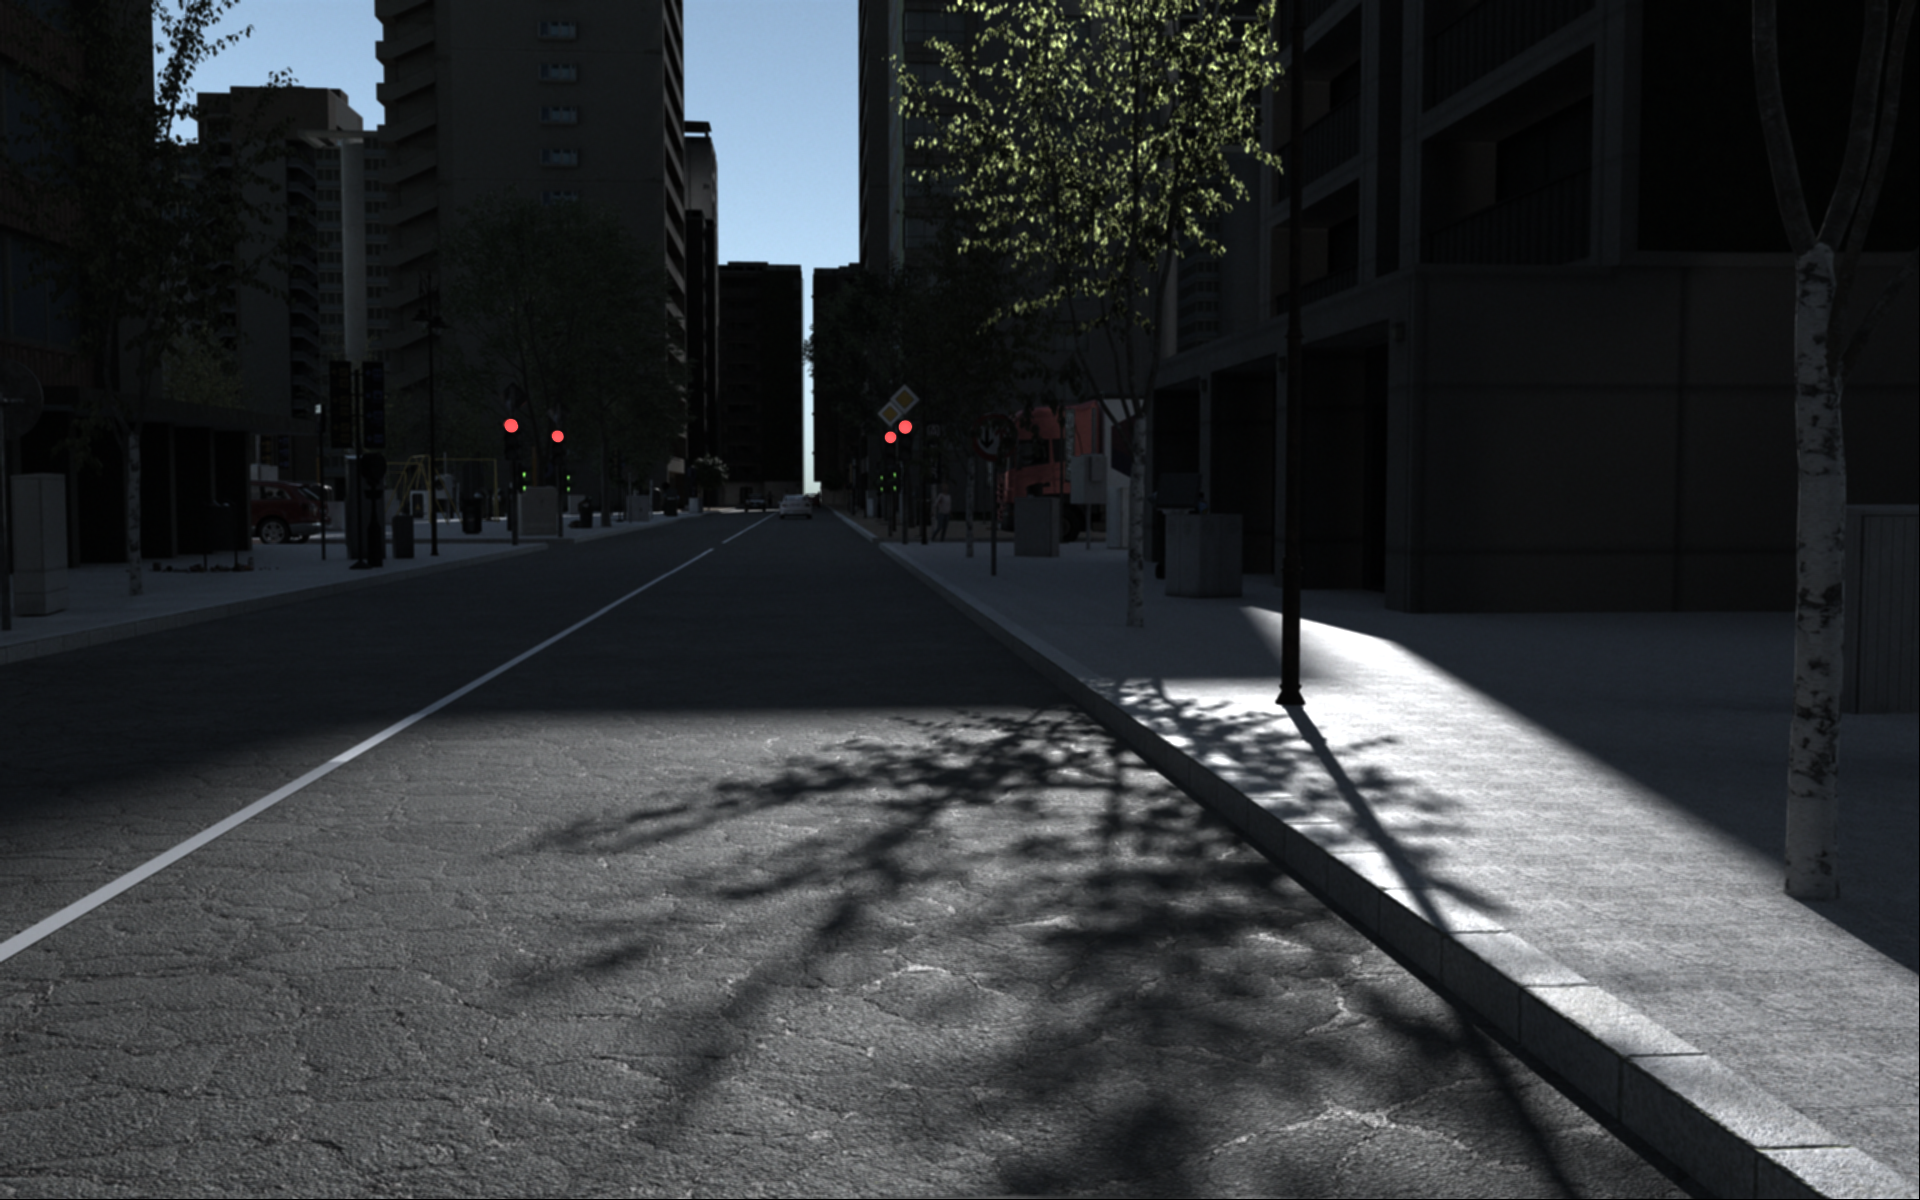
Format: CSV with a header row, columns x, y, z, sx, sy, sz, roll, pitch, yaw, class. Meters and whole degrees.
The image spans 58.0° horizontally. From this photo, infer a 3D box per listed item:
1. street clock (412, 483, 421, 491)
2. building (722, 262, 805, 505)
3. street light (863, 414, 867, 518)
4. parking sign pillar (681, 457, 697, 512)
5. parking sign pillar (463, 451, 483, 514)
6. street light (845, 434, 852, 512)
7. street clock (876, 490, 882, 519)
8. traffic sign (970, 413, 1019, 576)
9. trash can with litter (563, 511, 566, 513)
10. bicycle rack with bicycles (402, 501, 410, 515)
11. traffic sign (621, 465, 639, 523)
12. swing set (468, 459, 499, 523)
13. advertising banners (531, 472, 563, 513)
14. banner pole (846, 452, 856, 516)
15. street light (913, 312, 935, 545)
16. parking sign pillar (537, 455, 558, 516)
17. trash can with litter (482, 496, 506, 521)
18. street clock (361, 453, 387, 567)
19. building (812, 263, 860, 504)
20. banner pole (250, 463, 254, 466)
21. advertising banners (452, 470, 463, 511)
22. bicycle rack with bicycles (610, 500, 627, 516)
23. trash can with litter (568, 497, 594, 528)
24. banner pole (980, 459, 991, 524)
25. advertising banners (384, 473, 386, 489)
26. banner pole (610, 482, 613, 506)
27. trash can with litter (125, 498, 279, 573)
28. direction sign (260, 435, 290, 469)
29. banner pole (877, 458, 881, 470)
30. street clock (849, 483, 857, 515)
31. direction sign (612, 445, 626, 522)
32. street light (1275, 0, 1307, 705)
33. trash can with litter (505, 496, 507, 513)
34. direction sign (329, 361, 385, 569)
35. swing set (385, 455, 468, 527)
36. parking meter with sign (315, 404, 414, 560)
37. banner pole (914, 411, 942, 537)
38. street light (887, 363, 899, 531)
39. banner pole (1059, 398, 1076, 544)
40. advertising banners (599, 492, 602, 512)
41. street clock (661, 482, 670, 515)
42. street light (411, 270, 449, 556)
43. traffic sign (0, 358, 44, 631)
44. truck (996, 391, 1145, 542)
x,y,z,sx,sy,sz,roll,pitch,yaw,class
-32.163,-5.987,102.451,0.471,2.002,0.358,0,4,-3,street clock
-26.753,-27.321,218.395,14.107,30.474,14.160,0,4,-5,building
-5.085,-7.344,92.856,0.468,5.910,1.993,0,4,-5,street light
-19.571,-8.400,125.814,1.447,3.967,1.447,1,4,14,parking sign pillar
-30.915,-7.431,109.972,1.447,3.967,1.447,2,4,24,parking sign pillar
-8.155,-9.415,126.730,0.468,5.910,1.993,0,4,-5,street light
-4.232,-5.270,90.732,0.471,2.002,0.358,-1,4,-21,street clock
0.533,-1.659,27.237,0.768,2.556,0.104,0,4,-3,traffic sign
-27.557,-6.551,118.165,2.233,1.210,1.678,1,4,22,trash can with litter
-30.295,-4.897,93.446,2.852,0.926,2.925,0,4,-3,bicycle rack with bicycles
-14.522,-4.657,76.255,0.768,2.556,0.104,0,4,-1,traffic sign
-21.965,-4.855,76.997,3.119,2.851,2.862,-1,4,-18,swing set
-24.702,-6.557,103.394,2.074,3.025,0.090,1,4,13,advertising banners
-6.347,-6.929,103.298,0.401,3.779,0.863,-1,4,-20,banner pole
-0.908,-4.349,43.900,0.468,5.910,1.993,0,4,-5,street light
-24.285,-6.894,101.192,1.447,3.967,1.447,-2,4,-24,parking sign pillar
-22.263,-4.318,81.664,1.678,1.210,2.233,-1,4,-22,trash can with litter
-10.290,-1.580,30.406,0.358,2.002,0.471,1,4,17,street clock
-11.681,-27.395,219.613,14.107,30.474,14.160,0,4,-5,building
-50.631,-8.158,123.403,0.863,3.779,0.401,0,4,3,banner pole
-35.717,-7.778,123.364,0.090,3.025,2.074,1,4,9,advertising banners
-19.821,-5.412,101.861,2.852,0.926,2.925,-1,4,-17,bicycle rack with bicycles
-14.232,-3.273,64.900,1.055,1.170,0.624,2,4,25,trash can with litter
1.202,-5.139,74.037,0.401,3.779,0.863,-3,5,-44,banner pole
-33.349,-6.338,99.821,0.090,3.025,2.074,0,4,-1,advertising banners
-24.920,-8.183,123.802,0.401,3.779,0.863,1,4,11,banner pole
-12.698,-1.090,28.875,2.233,1.210,1.678,0,4,-4,trash can with litter
-21.607,-3.834,54.685,0.876,3.537,0.379,0,4,-6,direction sign
-5.592,-7.945,119.917,0.401,3.779,0.863,1,4,23,banner pole
-6.529,-6.201,105.954,0.471,2.002,0.358,0,3,0,street clock
-15.625,-5.348,79.441,0.876,3.537,0.379,3,4,38,direction sign
2.023,-2.302,10.433,0.468,5.910,1.993,0,4,-5,street light
-30.435,-6.372,115.562,0.624,1.170,1.055,-2,4,-25,trash can with litter
-10.283,-2.301,29.615,0.876,3.537,0.379,-1,4,-19,direction sign
-21.852,-4.439,70.191,2.862,2.851,3.119,-2,4,-28,swing set
-11.734,-2.321,34.210,1.738,3.016,0.543,-2,4,-31,parking meter with sign
-0.946,-3.781,51.833,0.863,3.779,0.401,0,4,-6,banner pole
-2.260,-5.299,59.424,0.468,5.910,1.993,0,4,-5,street light
2.752,-3.351,44.810,0.401,3.779,0.863,-2,4,-29,banner pole
-24.939,-7.672,121.619,0.090,3.025,2.074,1,4,9,advertising banners
-17.849,-6.141,104.973,0.471,2.002,0.358,-2,4,-32,street clock
-10.970,-3.865,35.985,0.468,5.910,1.993,0,4,-5,street light
-8.982,-0.987,16.236,0.768,2.556,0.104,0,4,-5,traffic sign
6.035,-3.651,48.615,11.283,4.237,2.839,0,4,-5,truck
